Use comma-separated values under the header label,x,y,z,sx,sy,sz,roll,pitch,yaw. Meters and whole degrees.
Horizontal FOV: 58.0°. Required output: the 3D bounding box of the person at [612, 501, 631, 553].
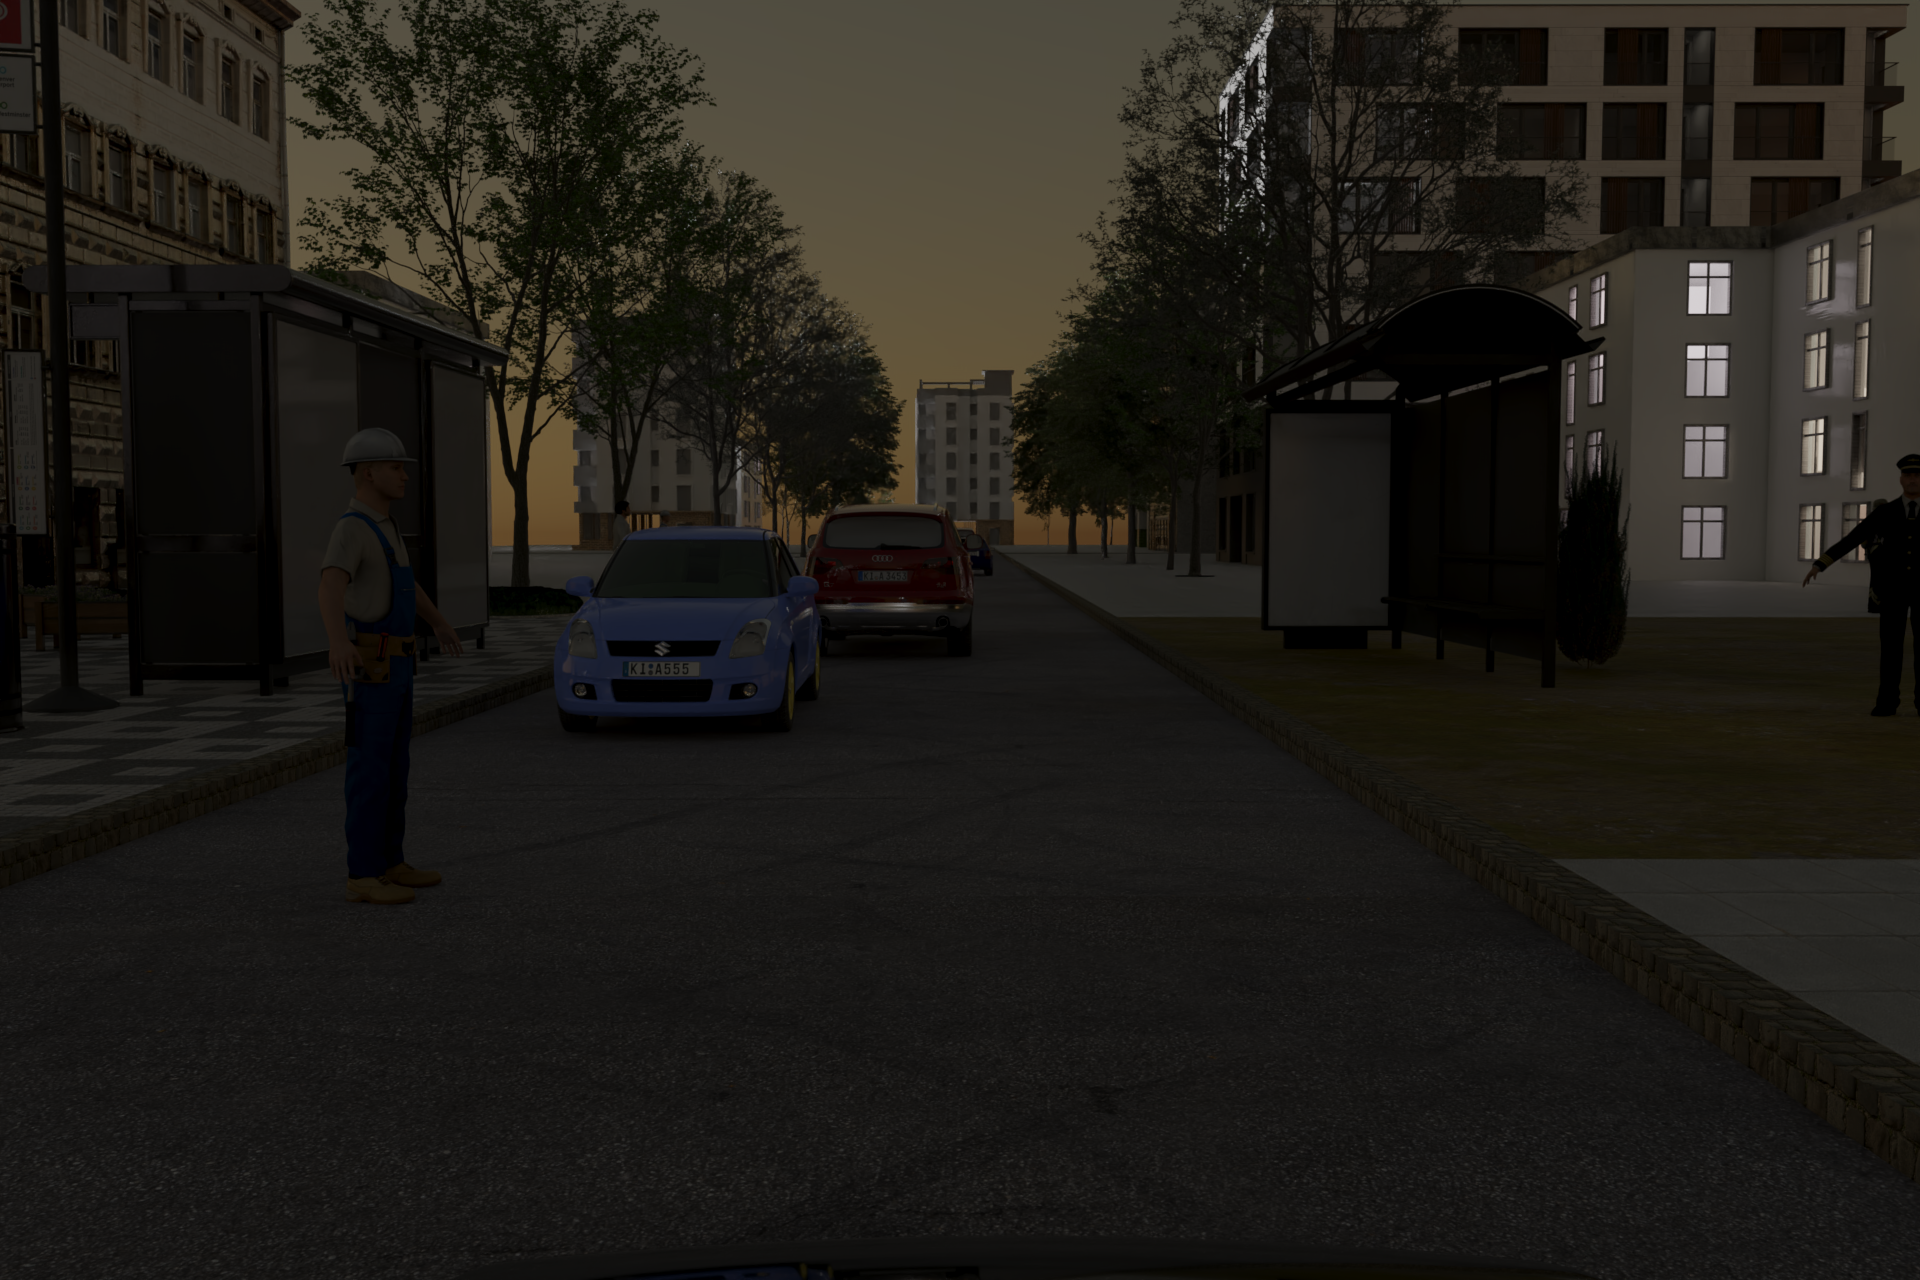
label,x,y,z,sx,sy,sz,roll,pitch,yaw
person,-5.296,-1.296,27.378,0.705,1.806,1.347,-1,4,-17

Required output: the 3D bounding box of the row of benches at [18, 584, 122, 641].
label,x,y,z,sx,sy,sz,roll,pitch,yaw
row of benches,-12.125,-0.389,21.828,4.104,0.672,1.422,2,4,27

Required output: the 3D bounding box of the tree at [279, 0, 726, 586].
label,x,y,z,sx,sy,sz,roll,pitch,yaw
tree,-8.146,-6.467,31.496,9.928,11.665,9.643,0,3,0

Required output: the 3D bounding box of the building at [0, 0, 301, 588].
label,x,y,z,sx,sy,sz,roll,pitch,yaw
building,-28.831,-12.876,41.448,19.493,23.208,18.063,0,3,0

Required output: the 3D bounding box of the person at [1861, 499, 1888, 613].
label,x,y,z,sx,sy,sz,roll,pitch,yaw
person,14.930,-1.364,28.083,0.705,1.856,1.354,1,4,13

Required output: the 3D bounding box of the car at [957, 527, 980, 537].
label,x,y,z,sx,sy,sz,roll,pitch,yaw
car,0.042,-5.630,100.718,2.281,1.827,5.304,0,4,-1

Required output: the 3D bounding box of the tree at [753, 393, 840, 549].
label,x,y,z,sx,sy,sz,roll,pitch,yaw
tree,-8.824,-8.328,86.521,4.360,8.622,3.978,0,3,0

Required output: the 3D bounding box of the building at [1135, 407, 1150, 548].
label,x,y,z,sx,sy,sz,roll,pitch,yaw
building,25.494,-17.820,157.814,16.747,18.905,31.486,0,3,0

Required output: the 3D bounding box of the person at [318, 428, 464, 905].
label,x,y,z,sx,sy,sz,roll,pitch,yaw
person,-2.272,0.090,6.848,0.705,1.847,1.347,0,4,0

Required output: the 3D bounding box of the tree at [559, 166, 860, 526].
label,x,y,z,sx,sy,sz,roll,pitch,yaw
tree,-7.988,-8.993,57.404,12.009,13.543,11.850,0,3,0

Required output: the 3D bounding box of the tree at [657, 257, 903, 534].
label,x,y,z,sx,sy,sz,roll,pitch,yaw
tree,-8.127,-10.081,75.195,12.009,13.543,11.850,0,3,0

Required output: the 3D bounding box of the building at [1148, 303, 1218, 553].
label,x,y,z,sx,sy,sz,roll,pitch,yaw
building,24.285,-18.214,128.723,19.493,23.208,18.063,0,4,0

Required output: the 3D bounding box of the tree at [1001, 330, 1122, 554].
label,x,y,z,sx,sy,sz,roll,pitch,yaw
tree,7.238,-12.440,110.045,9.857,13.997,8.962,0,3,0

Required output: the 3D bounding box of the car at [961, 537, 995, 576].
label,x,y,z,sx,sy,sz,roll,pitch,yaw
car,0.267,-2.929,60.473,1.945,1.354,3.894,0,4,-1

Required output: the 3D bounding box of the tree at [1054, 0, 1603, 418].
label,x,y,z,sx,sy,sz,roll,pitch,yaw
tree,7.023,-7.512,33.195,12.009,13.543,11.850,0,3,0

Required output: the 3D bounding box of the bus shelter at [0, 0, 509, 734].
label,x,y,z,sx,sy,sz,roll,pitch,yaw
bus shelter,-6.220,-2.286,15.010,2.179,5.291,8.768,0,4,1

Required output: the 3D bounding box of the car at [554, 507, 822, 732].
label,x,y,z,sx,sy,sz,roll,pitch,yaw
car,-2.049,-0.250,13.675,1.945,1.707,3.694,0,4,0

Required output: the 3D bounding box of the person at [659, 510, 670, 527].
label,x,y,z,sx,sy,sz,roll,pitch,yaw
person,-6.896,-2.128,40.651,0.705,1.847,1.347,-1,4,-10

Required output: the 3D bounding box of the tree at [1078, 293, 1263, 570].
label,x,y,z,sx,sy,sz,roll,pitch,yaw
tree,7.831,-7.772,61.477,7.601,10.594,8.767,-1,4,-13

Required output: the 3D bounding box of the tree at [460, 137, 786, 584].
label,x,y,z,sx,sy,sz,roll,pitch,yaw
tree,-8.551,-7.234,44.034,9.928,11.665,9.643,0,3,0

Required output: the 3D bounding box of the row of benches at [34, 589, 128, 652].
label,x,y,z,sx,sy,sz,roll,pitch,yaw
row of benches,-11.103,-0.216,18.987,4.104,0.672,1.422,-1,4,-10

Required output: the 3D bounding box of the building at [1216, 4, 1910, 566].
label,x,y,z,sx,sy,sz,roll,pitch,yaw
building,26.027,-14.650,83.502,27.936,21.610,32.646,0,4,0

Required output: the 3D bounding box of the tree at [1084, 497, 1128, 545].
label,x,y,z,sx,sy,sz,roll,pitch,yaw
tree,18.057,-16.418,202.839,7.601,10.594,8.767,0,4,0

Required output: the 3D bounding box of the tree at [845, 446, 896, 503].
label,x,y,z,sx,sy,sz,roll,pitch,yaw
tree,-11.126,-16.958,203.014,9.928,11.665,9.643,0,3,0

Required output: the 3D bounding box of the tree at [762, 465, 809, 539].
label,x,y,z,sx,sy,sz,roll,pitch,yaw
tree,-20.496,-16.381,202.240,7.601,10.594,8.767,0,4,-6

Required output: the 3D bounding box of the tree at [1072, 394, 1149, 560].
label,x,y,z,sx,sy,sz,roll,pitch,yaw
tree,7.211,-8.228,84.895,4.737,8.622,4.395,0,3,0

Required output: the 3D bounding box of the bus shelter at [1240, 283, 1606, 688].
label,x,y,z,sx,sy,sz,roll,pitch,yaw
bus shelter,4.179,-1.399,16.793,2.014,3.302,5.546,0,4,0

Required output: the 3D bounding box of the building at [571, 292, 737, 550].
label,x,y,z,sx,sy,sz,roll,pitch,yaw
building,-24.400,-17.136,136.589,16.016,20.090,11.380,0,4,1

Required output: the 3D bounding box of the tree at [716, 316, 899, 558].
label,x,y,z,sx,sy,sz,roll,pitch,yaw
tree,-8.440,-11.258,94.442,12.009,13.543,11.850,0,3,0

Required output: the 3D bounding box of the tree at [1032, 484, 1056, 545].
label,x,y,z,sx,sy,sz,roll,pitch,yaw
tree,10.299,-15.110,197.406,4.360,8.622,3.978,0,3,0

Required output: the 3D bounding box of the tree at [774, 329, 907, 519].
label,x,y,z,sx,sy,sz,roll,pitch,yaw
tree,-7.859,-12.411,109.578,9.857,13.997,8.962,0,3,0

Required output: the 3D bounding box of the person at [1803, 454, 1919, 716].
label,x,y,z,sx,sy,sz,roll,pitch,yaw
person,6.665,-0.380,12.151,1.347,1.837,0.705,2,4,33

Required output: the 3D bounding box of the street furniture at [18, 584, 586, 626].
label,x,y,z,sx,sy,sz,roll,pitch,yaw
street furniture,-11.017,-0.653,26.304,10.072,0.657,5.734,0,4,0

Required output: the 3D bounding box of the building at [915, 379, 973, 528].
label,x,y,z,sx,sy,sz,roll,pitch,yaw
building,-4.929,-21.131,204.371,11.380,20.090,16.016,0,4,4

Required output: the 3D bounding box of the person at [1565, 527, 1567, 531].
label,x,y,z,sx,sy,sz,roll,pitch,yaw
person,12.995,-1.864,36.602,1.348,1.813,0.705,-1,4,-9

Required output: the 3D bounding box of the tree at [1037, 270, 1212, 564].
label,x,y,z,sx,sy,sz,roll,pitch,yaw
tree,7.207,-9.588,74.889,7.486,12.596,7.792,0,3,0

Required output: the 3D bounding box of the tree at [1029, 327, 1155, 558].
label,x,y,z,sx,sy,sz,roll,pitch,yaw
tree,7.380,-10.677,92.696,7.486,12.596,7.792,0,3,0

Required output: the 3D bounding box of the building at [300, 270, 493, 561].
label,x,y,z,sx,sy,sz,roll,pitch,yaw
building,-23.332,-7.781,69.371,9.099,9.664,28.070,0,4,1

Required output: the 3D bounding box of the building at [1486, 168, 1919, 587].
label,x,y,z,sx,sy,sz,roll,pitch,yaw
building,22.866,-6.443,47.496,9.099,9.664,28.070,0,4,1

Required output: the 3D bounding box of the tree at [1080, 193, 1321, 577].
label,x,y,z,sx,sy,sz,roll,pitch,yaw
tree,7.176,-7.693,51.528,9.928,11.665,9.643,0,3,0

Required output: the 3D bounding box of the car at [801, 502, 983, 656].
label,x,y,z,sx,sy,sz,roll,pitch,yaw
car,-0.847,-0.806,21.844,2.281,1.827,5.304,0,4,0

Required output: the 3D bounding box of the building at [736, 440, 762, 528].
label,x,y,z,sx,sy,sz,roll,pitch,yaw
building,-23.537,-13.784,167.511,9.099,9.664,28.070,0,4,1
